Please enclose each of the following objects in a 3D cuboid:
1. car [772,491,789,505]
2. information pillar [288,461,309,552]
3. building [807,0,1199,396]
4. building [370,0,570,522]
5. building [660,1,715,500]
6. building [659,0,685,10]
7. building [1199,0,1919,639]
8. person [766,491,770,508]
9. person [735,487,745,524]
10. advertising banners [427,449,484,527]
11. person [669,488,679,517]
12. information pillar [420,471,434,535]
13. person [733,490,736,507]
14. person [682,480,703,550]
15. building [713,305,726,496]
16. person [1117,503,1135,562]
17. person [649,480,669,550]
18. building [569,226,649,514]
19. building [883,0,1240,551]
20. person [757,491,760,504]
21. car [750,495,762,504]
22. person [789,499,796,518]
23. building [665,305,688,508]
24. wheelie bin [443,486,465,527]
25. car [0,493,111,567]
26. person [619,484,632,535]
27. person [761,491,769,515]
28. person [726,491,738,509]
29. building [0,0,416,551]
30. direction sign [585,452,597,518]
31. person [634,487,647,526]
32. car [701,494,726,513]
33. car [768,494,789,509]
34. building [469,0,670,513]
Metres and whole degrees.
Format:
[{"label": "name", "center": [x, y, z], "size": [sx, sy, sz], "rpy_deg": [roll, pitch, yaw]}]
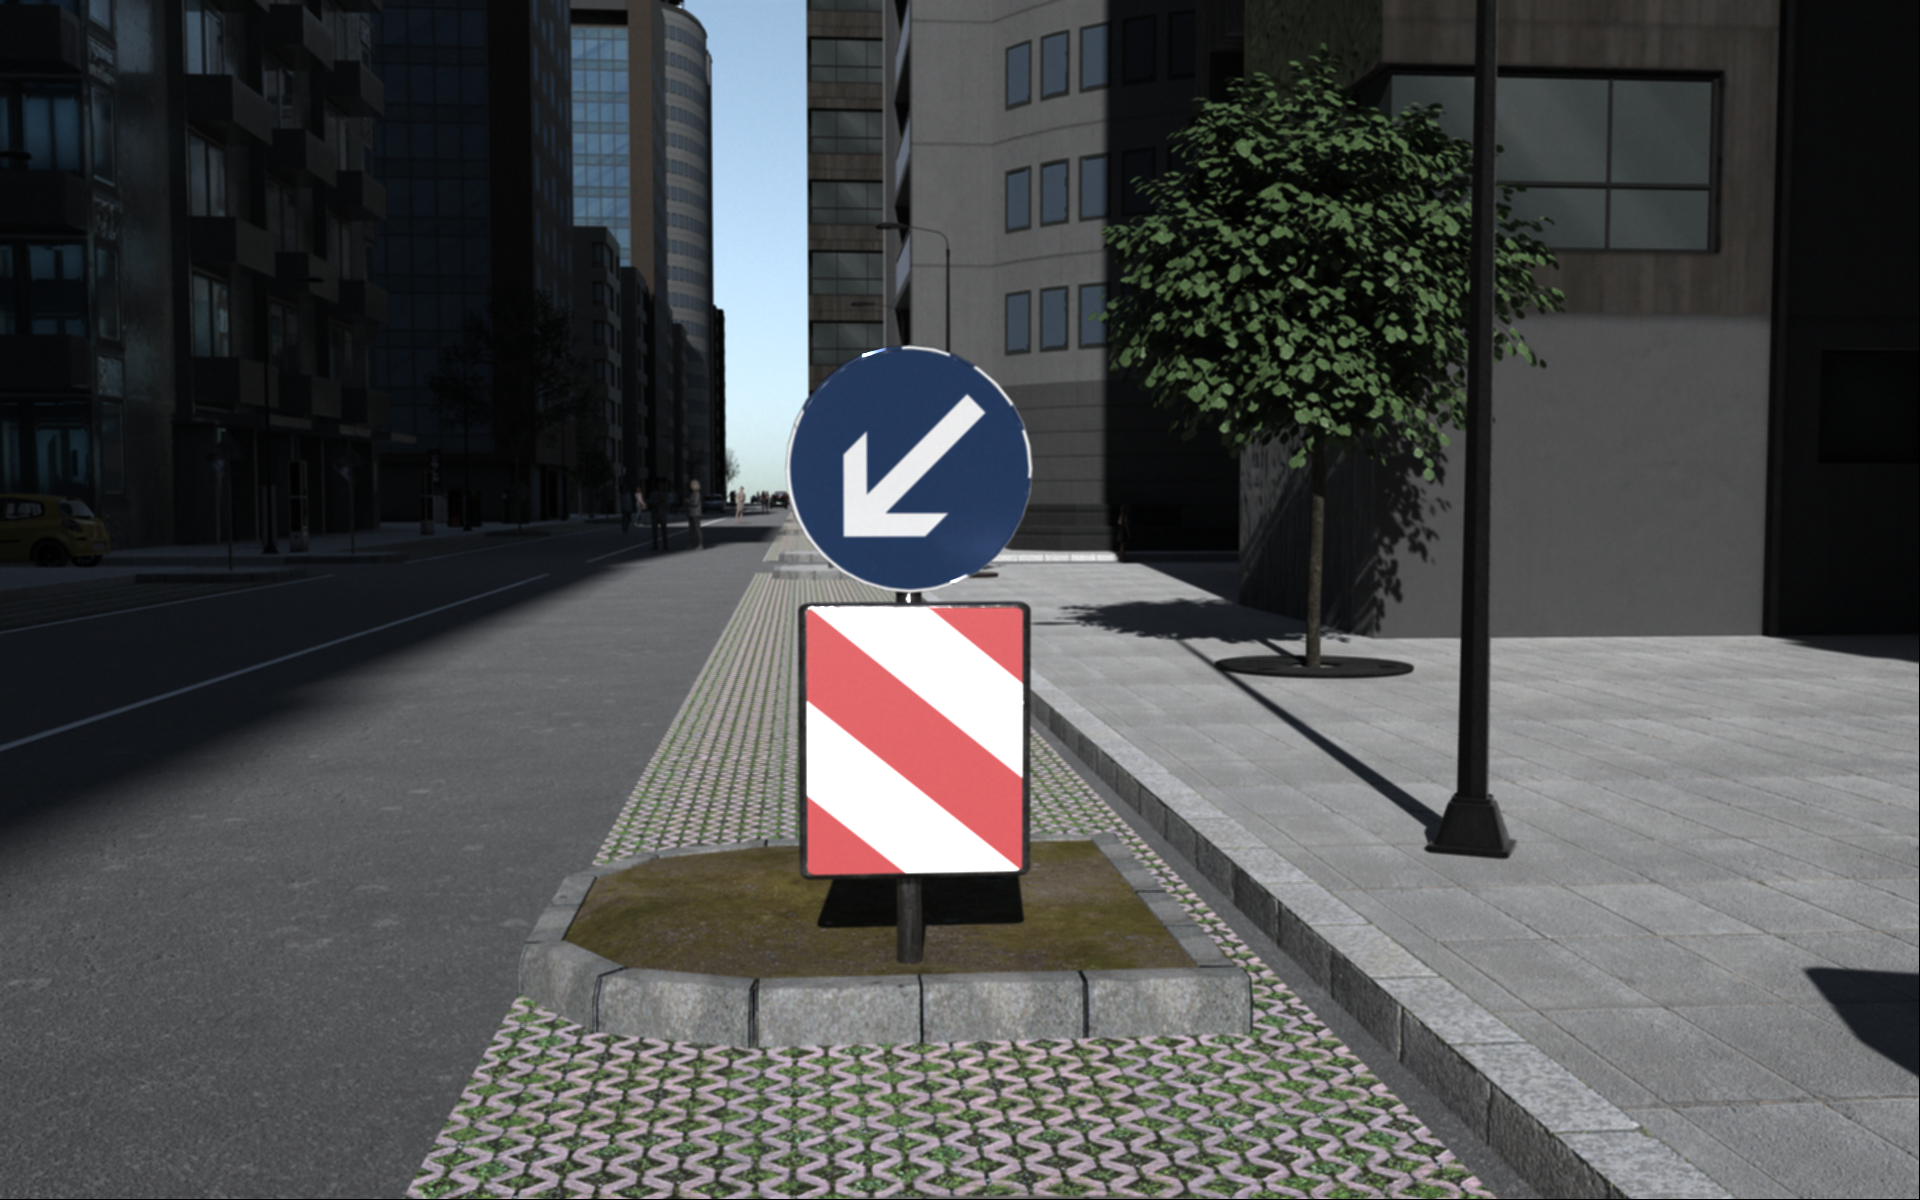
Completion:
[{"label": "car", "center": [-23.126, -13.140, 223.513], "size": [2.281, 1.827, 5.304], "rpy_deg": [0, 4, -7]}, {"label": "information pillar", "center": [-14.644, -2.070, 38.328], "size": [0.304, 2.012, 0.304], "rpy_deg": [0, 4, 2]}, {"label": "building", "center": [0.905, -18.217, 69.544], "size": [14.160, 30.474, 14.107], "rpy_deg": [0, 4, -5]}, {"label": "building", "center": [-26.766, -26.529, 83.862], "size": [14.600, 45.320, 14.200], "rpy_deg": [0, 4, -5]}, {"label": "building", "center": [-40.785, -40.670, 206.958], "size": [21.231, 58.520, 28.212], "rpy_deg": [0, 4, -5]}, {"label": "building", "center": [-44.930, -56.436, 235.398], "size": [22.319, 86.520, 31.000], "rpy_deg": [0, 4, -5]}, {"label": "building", "center": [10.030, -15.301, 21.878], "size": [14.160, 30.474, 14.107], "rpy_deg": [0, 4, -5]}, {"label": "person", "center": [-20.404, -10.688, 183.968], "size": [1.217, 1.735, 0.721], "rpy_deg": [3, 5, 43]}, {"label": "person", "center": [-10.492, -4.522, 82.773], "size": [0.599, 1.781, 0.374], "rpy_deg": [-2, 4, -29]}, {"label": "advertising banners", "center": [-19.576, -4.343, 67.192], "size": [2.074, 3.025, 0.090], "rpy_deg": [-1, 4, -9]}, {"label": "person", "center": [-18.053, -6.151, 109.091], "size": [0.660, 1.820, 0.620], "rpy_deg": [0, 4, -7]}, {"label": "information pillar", "center": [-16.734, -3.050, 54.367], "size": [0.304, 2.012, 0.304], "rpy_deg": [3, 4, 38]}, {"label": "person", "center": [-24.095, -10.800, 185.070], "size": [0.705, 1.826, 1.348], "rpy_deg": [0, 4, 4]}, {"label": "person", "center": [-6.868, -2.193, 44.540], "size": [0.526, 1.800, 0.537], "rpy_deg": [-1, 4, -15]}, {"label": "building", "center": [-42.590, -29.861, 259.930], "size": [14.160, 30.474, 14.107], "rpy_deg": [0, 4, -5]}, {"label": "person", "center": [3.506, -1.428, 36.523], "size": [0.373, 1.253, 0.362], "rpy_deg": [0, 4, -2]}, {"label": "person", "center": [-7.715, -2.186, 44.426], "size": [0.511, 1.800, 0.466], "rpy_deg": [-1, 4, -16]}, {"label": "building", "center": [-37.887, -17.135, 125.204], "size": [27.650, 21.520, 28.899], "rpy_deg": [0, 4, -5]}, {"label": "building", "center": [12.339, -30.924, 47.603], "size": [28.212, 58.520, 21.231], "rpy_deg": [0, 4, -5]}, {"label": "person", "center": [-28.740, -14.582, 246.932], "size": [0.705, 1.822, 1.348], "rpy_deg": [0, 4, 2]}, {"label": "car", "center": [-30.527, -15.149, 260.264], "size": [1.945, 1.354, 3.894], "rpy_deg": [0, 4, -4]}, {"label": "person", "center": [-9.689, -5.704, 101.873], "size": [0.709, 1.813, 0.853], "rpy_deg": [-1, 4, -15]}, {"label": "building", "center": [-41.440, -19.793, 168.661], "size": [27.650, 21.520, 28.899], "rpy_deg": [0, 4, -5]}, {"label": "wheelie bin", "center": [-19.831, -3.681, 68.093], "size": [0.980, 1.594, 0.693], "rpy_deg": [0, 4, -7]}, {"label": "car", "center": [-18.381, -1.388, 32.912], "size": [3.980, 1.641, 2.015], "rpy_deg": [0, 4, -3]}, {"label": "person", "center": [-11.798, -3.200, 61.085], "size": [0.793, 1.790, 0.793], "rpy_deg": [0, 4, -4]}, {"label": "person", "center": [-13.421, -6.676, 119.114], "size": [0.415, 1.643, 0.593], "rpy_deg": [3, 5, 44]}, {"label": "person", "center": [-21.514, -9.435, 163.582], "size": [1.217, 1.723, 0.721], "rpy_deg": [-1, 4, -19]}, {"label": "building", "center": [-29.817, -26.263, 49.003], "size": [23.786, 49.044, 30.456], "rpy_deg": [0, 4, -5]}, {"label": "direction sign", "center": [-19.923, -6.215, 93.608], "size": [0.379, 3.537, 0.876], "rpy_deg": [2, 4, 29]}, {"label": "person", "center": [-14.222, -4.131, 76.632], "size": [0.643, 1.750, 0.593], "rpy_deg": [-3, 5, -41]}, {"label": "car", "center": [-18.936, -7.396, 132.929], "size": [2.014, 1.417, 4.499], "rpy_deg": [0, 4, -6]}, {"label": "car", "center": [-17.463, -9.591, 166.597], "size": [2.009, 1.686, 4.222], "rpy_deg": [0, 4, -7]}, {"label": "building", "center": [-32.400, -30.401, 147.163], "size": [14.600, 45.320, 14.200], "rpy_deg": [0, 4, -5]}]
